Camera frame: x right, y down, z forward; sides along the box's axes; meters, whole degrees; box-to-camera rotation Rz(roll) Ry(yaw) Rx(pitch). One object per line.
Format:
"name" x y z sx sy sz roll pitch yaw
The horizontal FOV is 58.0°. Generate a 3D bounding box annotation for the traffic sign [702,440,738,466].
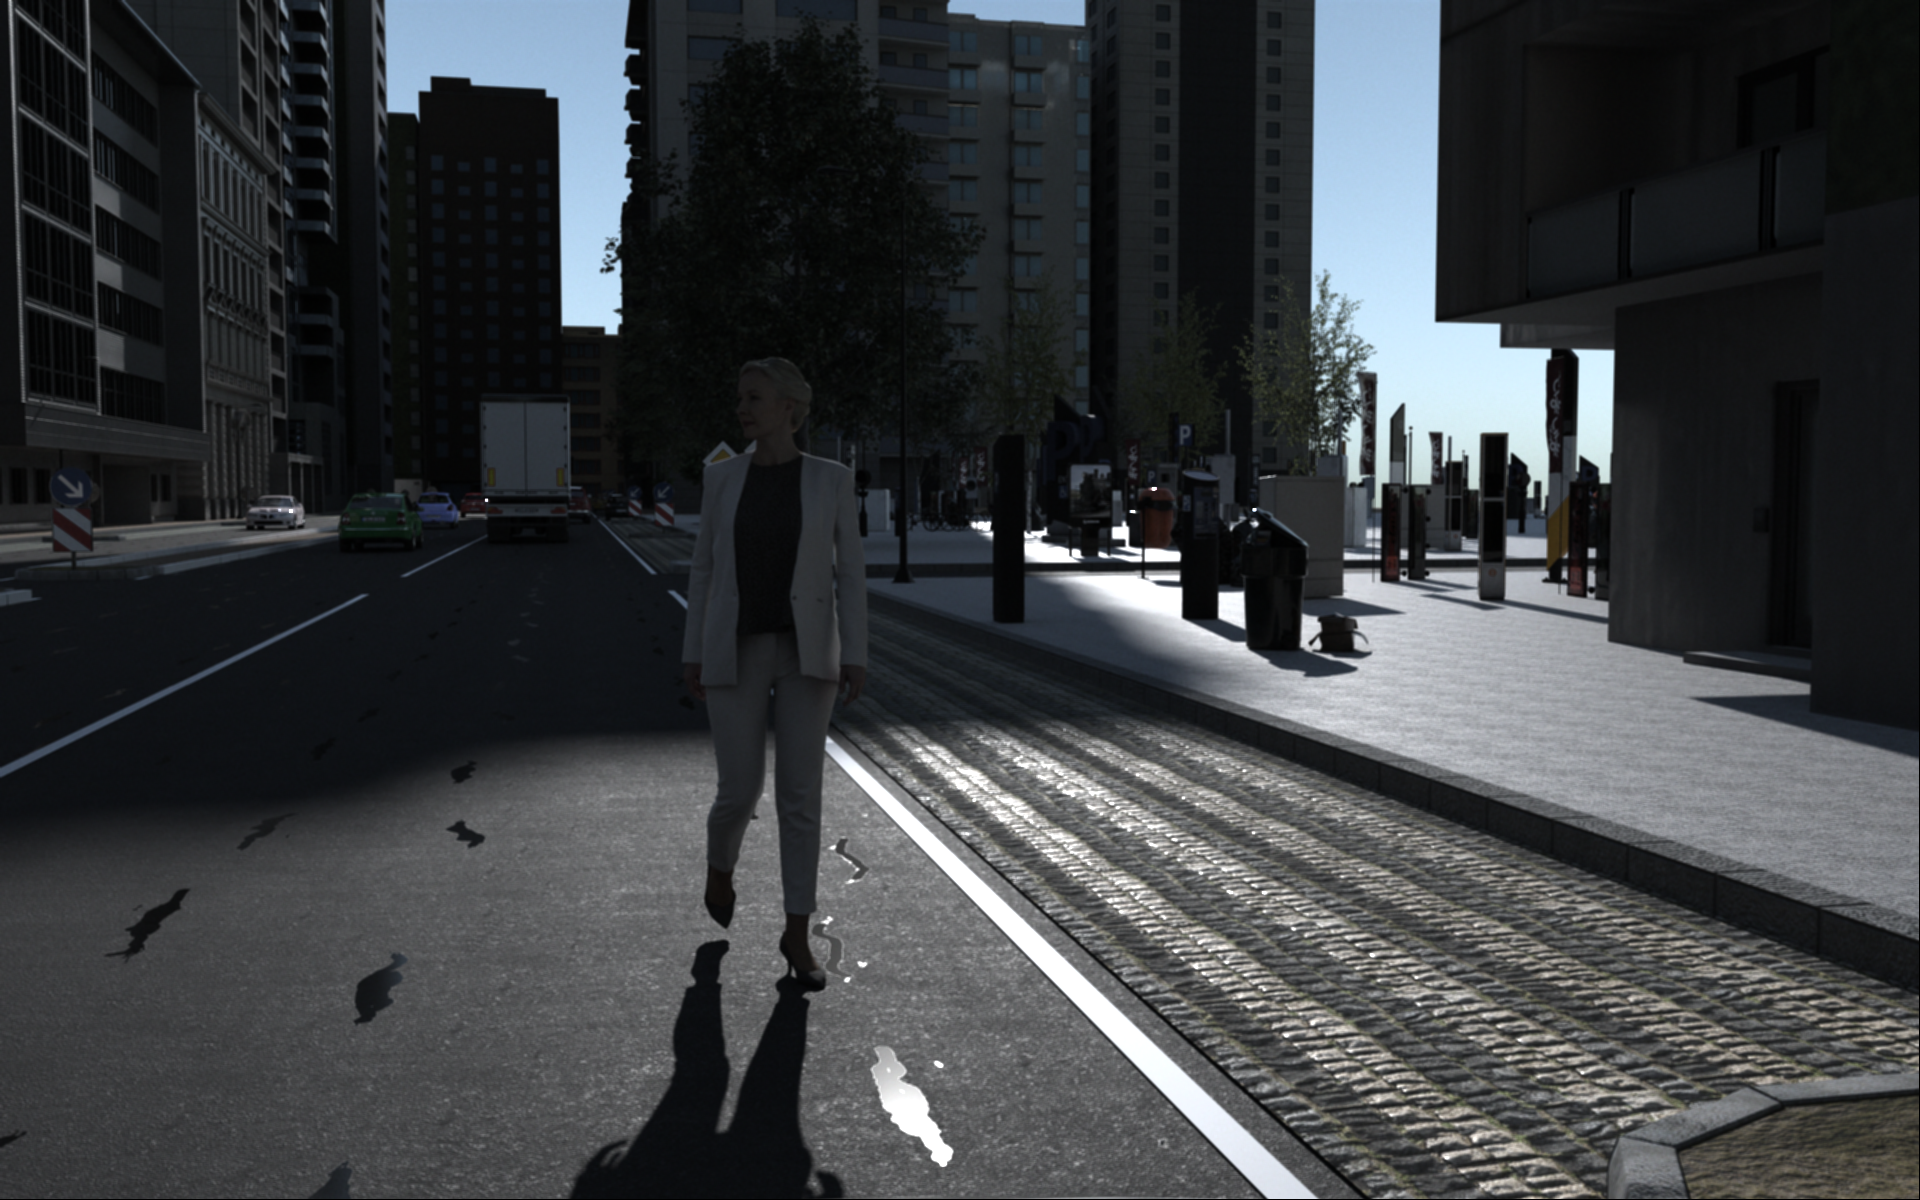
"traffic sign" -4.419 -1.756 32.358 0.795 2.450 0.064 -1 4 -13

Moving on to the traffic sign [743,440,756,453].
"traffic sign" -2.675 -1.280 24.565 0.795 2.450 0.064 -1 4 -13

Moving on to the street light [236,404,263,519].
"street light" -36.558 -7.129 89.099 1.470 5.913 1.316 -1 4 -13

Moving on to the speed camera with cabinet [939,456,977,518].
"speed camera with cabinet" -0.108 -5.908 90.938 2.038 3.252 0.660 0 4 1

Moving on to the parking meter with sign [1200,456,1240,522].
"parking meter with sign" 11.840 -5.054 78.897 1.738 3.016 0.543 0 4 -6

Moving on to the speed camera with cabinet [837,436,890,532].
"speed camera with cabinet" -3.459 -3.989 59.549 2.038 3.252 0.660 1 4 12

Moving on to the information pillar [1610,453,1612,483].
"information pillar" 31.328 -5.597 82.868 0.183 3.616 0.504 -2 4 -25

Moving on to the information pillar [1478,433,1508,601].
"information pillar" 6.448 -1.008 20.968 0.304 2.012 0.304 1 4 13

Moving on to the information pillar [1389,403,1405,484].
"information pillar" 11.253 -3.256 44.588 0.504 3.616 0.183 -3 4 -37

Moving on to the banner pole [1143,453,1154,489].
"banner pole" 11.615 -7.101 106.122 0.863 3.779 0.401 1 4 21

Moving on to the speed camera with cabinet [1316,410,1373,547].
"speed camera with cabinet" 9.169 -2.890 41.586 0.660 3.252 2.038 2 4 32

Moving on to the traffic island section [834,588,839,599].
"traffic island section" -2.653 -0.145 24.647 2.009 0.180 2.903 -1 4 -13

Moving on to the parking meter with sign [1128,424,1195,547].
"parking meter with sign" 4.949 -2.841 42.706 1.738 3.016 0.543 -2 4 -34

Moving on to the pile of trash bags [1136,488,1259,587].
"pile of trash bags" 3.795 -0.950 25.279 1.912 1.369 3.447 -3 4 -36

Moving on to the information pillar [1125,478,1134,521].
"information pillar" 7.843 -4.619 80.020 0.304 2.012 0.304 2 4 30

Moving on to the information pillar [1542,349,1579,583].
"information pillar" 8.645 -2.050 24.875 0.183 3.616 0.504 -1 4 -23

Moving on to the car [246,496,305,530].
"car" -27.986 -3.579 70.875 2.083 1.381 4.827 -1 4 -14

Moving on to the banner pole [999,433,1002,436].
"banner pole" 1.635 -4.991 71.621 0.401 3.779 0.863 0 4 -4

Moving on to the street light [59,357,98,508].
"street light" -29.901 -5.270 58.708 1.470 5.913 1.316 -1 4 -13

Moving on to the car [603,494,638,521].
"car" -18.178 -5.090 93.009 2.009 1.686 4.222 -1 4 -11

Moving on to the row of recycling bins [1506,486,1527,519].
"row of recycling bins" 28.284 -5.056 89.777 1.069 1.692 3.534 -1 4 -9

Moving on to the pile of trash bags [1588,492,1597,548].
"pile of trash bags" 16.008 -2.019 42.758 1.912 1.369 3.447 1 4 12

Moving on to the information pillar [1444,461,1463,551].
"information pillar" 11.066 -2.100 38.830 0.304 2.012 0.304 0 4 -6

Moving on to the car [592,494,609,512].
"car" -28.995 -8.009 141.170 2.015 1.641 3.980 -1 4 -11

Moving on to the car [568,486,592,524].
"car" -19.171 -4.658 84.833 2.281 1.827 5.304 -1 4 -14

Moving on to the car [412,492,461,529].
"car" -21.893 -3.839 72.366 1.945 1.707 3.694 -1 4 -14

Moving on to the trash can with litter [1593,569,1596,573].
"trash can with litter" 10.276 -0.918 26.397 1.055 1.170 0.624 0 4 0

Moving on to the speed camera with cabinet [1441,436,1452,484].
"speed camera with cabinet" 16.312 -4.008 59.860 0.660 3.252 2.038 -1 4 -23

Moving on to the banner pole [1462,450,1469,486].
"banner pole" 28.819 -6.658 98.880 0.401 3.779 0.863 -1 4 -8

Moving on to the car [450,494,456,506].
"car" -50.666 -9.823 170.398 2.009 1.686 4.222 -1 4 -11

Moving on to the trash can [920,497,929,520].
"trash can" -1.705 -4.470 84.738 0.748 1.137 0.748 0 3 0

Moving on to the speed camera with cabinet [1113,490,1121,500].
"speed camera with cabinet" 6.249 -5.120 78.045 2.038 3.252 0.660 -2 4 -23

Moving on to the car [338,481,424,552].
"car" -14.849 -2.186 44.534 1.959 1.807 4.718 -1 4 -13

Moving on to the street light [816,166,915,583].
"street light" -1.348 -3.197 24.813 1.470 5.913 1.316 -1 4 -13

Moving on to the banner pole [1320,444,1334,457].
"banner pole" 18.425 -5.923 86.857 0.863 3.779 0.401 0 4 5

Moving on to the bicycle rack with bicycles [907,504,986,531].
"bicycle rack with bicycles" -0.436 -2.872 60.332 2.925 0.926 2.852 1 4 22

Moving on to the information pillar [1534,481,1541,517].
"information pillar" 32.344 -5.658 97.005 0.304 2.012 0.304 0 4 -3

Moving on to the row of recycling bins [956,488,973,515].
"row of recycling bins" 0.260 -6.072 106.389 1.069 1.692 3.534 0 4 4

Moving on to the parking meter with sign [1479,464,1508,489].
"parking meter with sign" 24.919 -5.232 81.798 1.738 3.016 0.543 2 4 34

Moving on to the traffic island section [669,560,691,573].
"traffic island section" -4.398 -0.621 32.440 2.009 0.180 2.903 -1 4 -13

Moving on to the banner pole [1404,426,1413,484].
"banner pole" 16.475 -4.539 64.229 0.863 3.779 0.401 3 5 40

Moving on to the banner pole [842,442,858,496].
"banner pole" -5.347 -5.660 82.551 0.863 3.779 0.401 -1 4 -9

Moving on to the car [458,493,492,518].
"car" -29.955 -6.002 107.166 2.155 1.783 4.494 -1 4 -14

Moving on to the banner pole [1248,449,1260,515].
"banner pole" 16.069 -6.423 95.029 0.863 3.779 0.401 0 4 2

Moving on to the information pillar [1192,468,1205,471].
"information pillar" 6.816 -2.761 49.626 0.304 2.012 0.304 0 4 -6

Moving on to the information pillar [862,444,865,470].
"information pillar" -3.751 -4.650 67.377 0.183 3.616 0.504 0 4 -5

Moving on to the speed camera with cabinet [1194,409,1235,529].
"speed camera with cabinet" 6.006 -2.869 41.242 0.660 3.252 2.038 0 4 -6

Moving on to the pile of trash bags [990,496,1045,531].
"pile of trash bags" 2.664 -3.148 61.230 3.447 1.369 1.912 1 4 12
